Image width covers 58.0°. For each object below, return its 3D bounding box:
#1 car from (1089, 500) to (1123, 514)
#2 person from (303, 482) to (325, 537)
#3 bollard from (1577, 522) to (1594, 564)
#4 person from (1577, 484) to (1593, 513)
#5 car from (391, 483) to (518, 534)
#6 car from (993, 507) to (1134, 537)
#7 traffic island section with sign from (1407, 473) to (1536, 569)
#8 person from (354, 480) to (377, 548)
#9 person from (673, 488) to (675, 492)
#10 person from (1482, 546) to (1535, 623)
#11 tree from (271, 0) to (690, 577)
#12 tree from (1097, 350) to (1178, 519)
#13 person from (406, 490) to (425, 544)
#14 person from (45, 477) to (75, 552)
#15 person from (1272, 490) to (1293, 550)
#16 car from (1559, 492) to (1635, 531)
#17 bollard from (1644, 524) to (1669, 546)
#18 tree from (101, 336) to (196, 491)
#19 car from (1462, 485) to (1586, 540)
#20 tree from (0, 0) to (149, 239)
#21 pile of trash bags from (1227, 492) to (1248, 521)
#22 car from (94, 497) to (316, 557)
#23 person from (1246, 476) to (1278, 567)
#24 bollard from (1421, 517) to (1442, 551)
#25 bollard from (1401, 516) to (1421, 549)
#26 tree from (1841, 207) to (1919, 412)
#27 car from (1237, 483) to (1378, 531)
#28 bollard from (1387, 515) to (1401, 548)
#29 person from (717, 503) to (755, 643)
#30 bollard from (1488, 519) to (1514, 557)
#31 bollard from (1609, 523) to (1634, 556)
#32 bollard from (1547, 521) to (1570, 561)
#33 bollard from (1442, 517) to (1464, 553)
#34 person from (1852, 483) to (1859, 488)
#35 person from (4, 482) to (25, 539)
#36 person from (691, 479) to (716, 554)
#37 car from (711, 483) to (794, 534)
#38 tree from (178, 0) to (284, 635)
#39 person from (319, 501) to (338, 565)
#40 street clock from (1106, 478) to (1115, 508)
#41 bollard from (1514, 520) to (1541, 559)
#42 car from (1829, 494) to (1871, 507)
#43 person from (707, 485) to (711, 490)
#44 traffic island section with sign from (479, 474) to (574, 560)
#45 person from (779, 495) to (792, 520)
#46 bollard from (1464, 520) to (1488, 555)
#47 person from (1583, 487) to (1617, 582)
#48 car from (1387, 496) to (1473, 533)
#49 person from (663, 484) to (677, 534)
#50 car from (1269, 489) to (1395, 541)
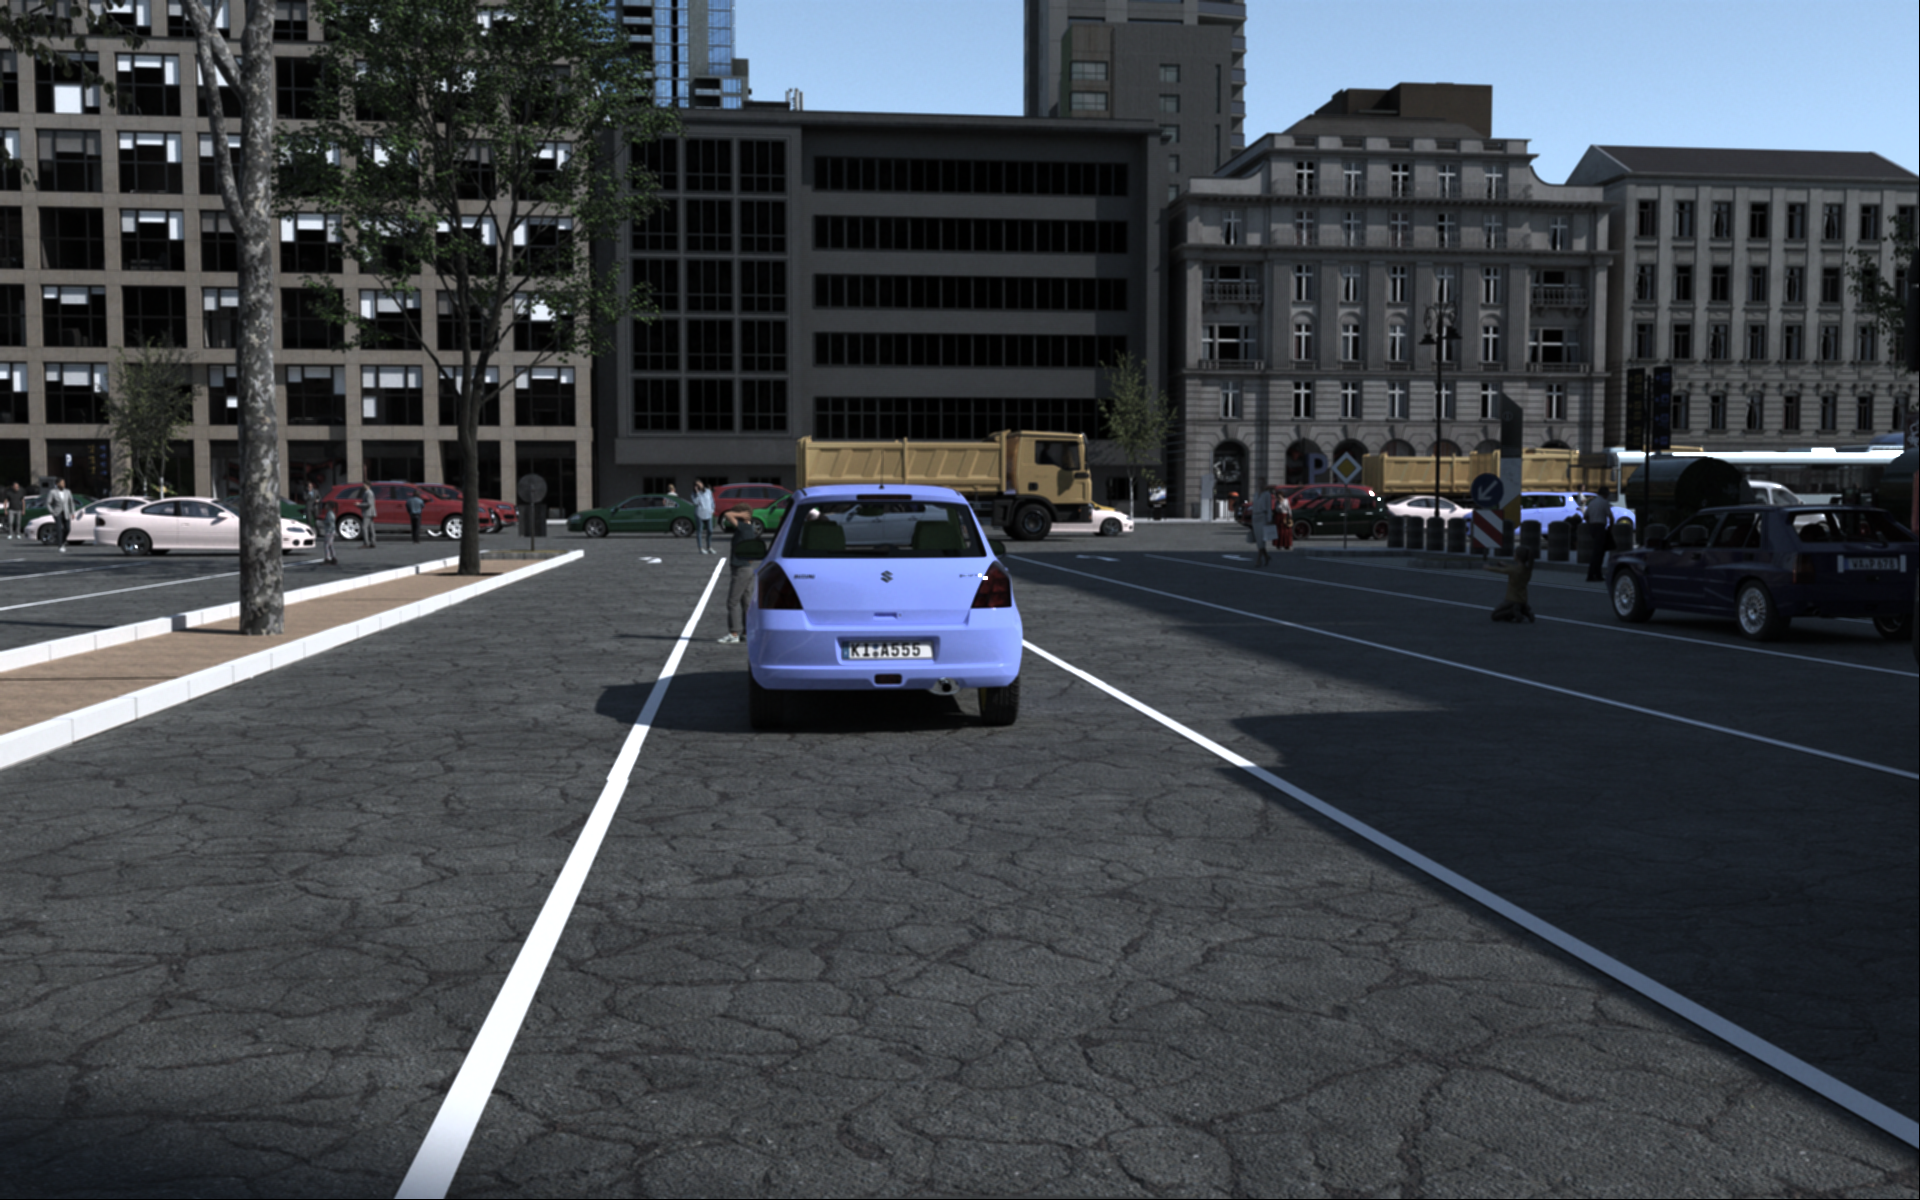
[{"bbox_3d":[4.561,-3.564,68.487,3.980,1.641,2.015,0,4,-8],"label":"car"},{"bbox_3d":[-21.583,-3.029,57.827,0.655,1.846,0.447,-3,4,-39],"label":"person"},{"bbox_3d":[11.592,-1.053,31.936,0.404,0.777,0.398,0,3,0],"label":"bollard"},{"bbox_3d":[19.973,-2.837,55.453,0.524,1.755,0.480,1,4,14],"label":"person"},{"bbox_3d":[-18.800,-3.328,63.078,5.304,1.827,2.281,-1,4,-9],"label":"car"},{"bbox_3d":[3.503,-2.840,58.798,4.827,1.381,2.083,-1,4,-8],"label":"car"},{"bbox_3d":[9.825,-1.531,33.668,1.989,1.847,2.006,0,4,-7],"label":"traffic island section with sign"},{"bbox_3d":[-15.772,-2.275,45.895,0.583,1.804,0.606,-1,4,-22],"label":"person"},{"bbox_3d":[-11.771,-3.752,70.789,0.756,1.711,0.436,-1,4,-16],"label":"person"},{"bbox_3d":[6.194,-0.190,19.533,0.347,0.859,0.695,-2,4,-23],"label":"person"},{"bbox_3d":[-8.476,-6.220,29.906,9.928,11.665,9.643,0,3,0],"label":"tree"},{"bbox_3d":[8.820,-8.425,88.106,4.737,8.622,4.395,0,3,0],"label":"tree"},{"bbox_3d":[-15.702,-2.398,49.921,0.499,1.552,0.429,2,4,28],"label":"person"},{"bbox_3d":[-22.276,-2.111,42.855,0.795,1.843,0.661,3,5,44],"label":"person"},{"bbox_3d":[8.336,-2.067,44.757,0.523,1.526,0.387,0,4,-2],"label":"person"},{"bbox_3d":[21.886,-3.133,60.810,3.694,1.707,1.945,0,4,-8],"label":"car"},{"bbox_3d":[11.878,-0.907,29.547,0.404,0.777,0.398,0,3,0],"label":"bollard"},{"bbox_3d":[-38.379,-8.024,81.548,4.737,8.622,4.395,0,3,0],"label":"tree"},{"bbox_3d":[17.137,-2.648,52.889,3.694,1.707,1.945,0,4,-6],"label":"car"},{"bbox_3d":[-6.120,-3.439,9.050,4.360,8.622,3.978,0,3,0],"label":"tree"},{"bbox_3d":[13.738,-4.434,82.251,1.912,1.369,3.447,-2,4,-25],"label":"pile of trash bags"},{"bbox_3d":[-17.666,-1.729,40.629,4.827,1.381,2.083,0,4,-8],"label":"car"},{"bbox_3d":[6.017,-1.557,34.312,0.624,1.780,0.694,-2,4,-27],"label":"person"},{"bbox_3d":[10.744,-1.493,39.134,0.404,0.777,0.398,0,3,0],"label":"bollard"},{"bbox_3d":[10.600,-1.566,40.329,0.404,0.777,0.398,0,3,0],"label":"bollard"},{"bbox_3d":[18.963,-4.994,32.015,4.737,8.622,4.395,0,3,0],"label":"tree"},{"bbox_3d":[12.689,-3.303,62.683,5.304,1.827,2.281,0,4,-5],"label":"car"},{"bbox_3d":[10.457,-1.640,41.530,0.404,0.777,0.398,0,3,0],"label":"bollard"},{"bbox_3d":[-2.164,-0.267,16.778,0.340,1.345,0.435,0,4,2],"label":"person"},{"bbox_3d":[11.169,-1.273,35.532,0.404,0.777,0.398,0,3,0],"label":"bollard"},{"bbox_3d":[11.738,-0.980,30.743,0.404,0.777,0.398,0,3,0],"label":"bollard"},{"bbox_3d":[11.456,-1.126,33.134,0.404,0.777,0.398,0,3,0],"label":"bollard"},{"bbox_3d":[10.882,-1.420,37.938,0.404,0.777,0.398,0,3,0],"label":"bollard"},{"bbox_3d":[29.679,-2.982,57.379,0.434,1.807,0.598,0,4,-8],"label":"person"},{"bbox_3d":[-30.479,-2.887,55.832,0.598,1.807,0.434,-2,4,-27],"label":"person"},{"bbox_3d":[-6.150,-2.005,41.542,0.793,1.790,0.793,2,4,25],"label":"person"},{"bbox_3d":[-6.926,-3.362,63.634,5.304,1.827,2.281,-1,4,-8],"label":"car"},{"bbox_3d":[-8.412,-9.748,17.727,12.611,20.169,13.585,0,3,0],"label":"tree"},{"bbox_3d":[-12.751,-1.357,34.963,0.394,1.301,0.425,-2,4,-24],"label":"person"},{"bbox_3d":[6.876,-4.565,79.200,0.358,2.002,0.471,3,4,38],"label":"street clock"},{"bbox_3d":[11.309,-1.200,34.336,0.404,0.777,0.398,0,3,0],"label":"bollard"},{"bbox_3d":[28.567,-2.660,53.272,4.222,1.686,2.009,0,4,-6],"label":"car"},{"bbox_3d":[-10.881,-4.056,74.676,0.748,1.841,0.638,-3,4,-36],"label":"person"},{"bbox_3d":[-9.594,-1.858,38.514,2.006,1.907,1.989,0,4,-7],"label":"traffic island section with sign"},{"bbox_3d":[-2.651,-1.125,30.077,0.799,1.438,0.628,-3,5,-40],"label":"person"},{"bbox_3d":[11.031,-1.347,36.745,0.404,0.777,0.398,0,3,0],"label":"bollard"},{"bbox_3d":[10.432,-1.077,28.315,0.590,1.554,0.614,-1,4,-20],"label":"person"},{"bbox_3d":[17.676,-3.223,65.059,4.827,1.381,2.083,0,4,-8],"label":"car"},{"bbox_3d":[-10.379,-3.263,62.204,0.694,1.780,0.624,-3,5,-39],"label":"person"},{"bbox_3d":[11.615,-2.721,54.277,4.222,1.686,2.009,0,4,-7],"label":"car"}]
